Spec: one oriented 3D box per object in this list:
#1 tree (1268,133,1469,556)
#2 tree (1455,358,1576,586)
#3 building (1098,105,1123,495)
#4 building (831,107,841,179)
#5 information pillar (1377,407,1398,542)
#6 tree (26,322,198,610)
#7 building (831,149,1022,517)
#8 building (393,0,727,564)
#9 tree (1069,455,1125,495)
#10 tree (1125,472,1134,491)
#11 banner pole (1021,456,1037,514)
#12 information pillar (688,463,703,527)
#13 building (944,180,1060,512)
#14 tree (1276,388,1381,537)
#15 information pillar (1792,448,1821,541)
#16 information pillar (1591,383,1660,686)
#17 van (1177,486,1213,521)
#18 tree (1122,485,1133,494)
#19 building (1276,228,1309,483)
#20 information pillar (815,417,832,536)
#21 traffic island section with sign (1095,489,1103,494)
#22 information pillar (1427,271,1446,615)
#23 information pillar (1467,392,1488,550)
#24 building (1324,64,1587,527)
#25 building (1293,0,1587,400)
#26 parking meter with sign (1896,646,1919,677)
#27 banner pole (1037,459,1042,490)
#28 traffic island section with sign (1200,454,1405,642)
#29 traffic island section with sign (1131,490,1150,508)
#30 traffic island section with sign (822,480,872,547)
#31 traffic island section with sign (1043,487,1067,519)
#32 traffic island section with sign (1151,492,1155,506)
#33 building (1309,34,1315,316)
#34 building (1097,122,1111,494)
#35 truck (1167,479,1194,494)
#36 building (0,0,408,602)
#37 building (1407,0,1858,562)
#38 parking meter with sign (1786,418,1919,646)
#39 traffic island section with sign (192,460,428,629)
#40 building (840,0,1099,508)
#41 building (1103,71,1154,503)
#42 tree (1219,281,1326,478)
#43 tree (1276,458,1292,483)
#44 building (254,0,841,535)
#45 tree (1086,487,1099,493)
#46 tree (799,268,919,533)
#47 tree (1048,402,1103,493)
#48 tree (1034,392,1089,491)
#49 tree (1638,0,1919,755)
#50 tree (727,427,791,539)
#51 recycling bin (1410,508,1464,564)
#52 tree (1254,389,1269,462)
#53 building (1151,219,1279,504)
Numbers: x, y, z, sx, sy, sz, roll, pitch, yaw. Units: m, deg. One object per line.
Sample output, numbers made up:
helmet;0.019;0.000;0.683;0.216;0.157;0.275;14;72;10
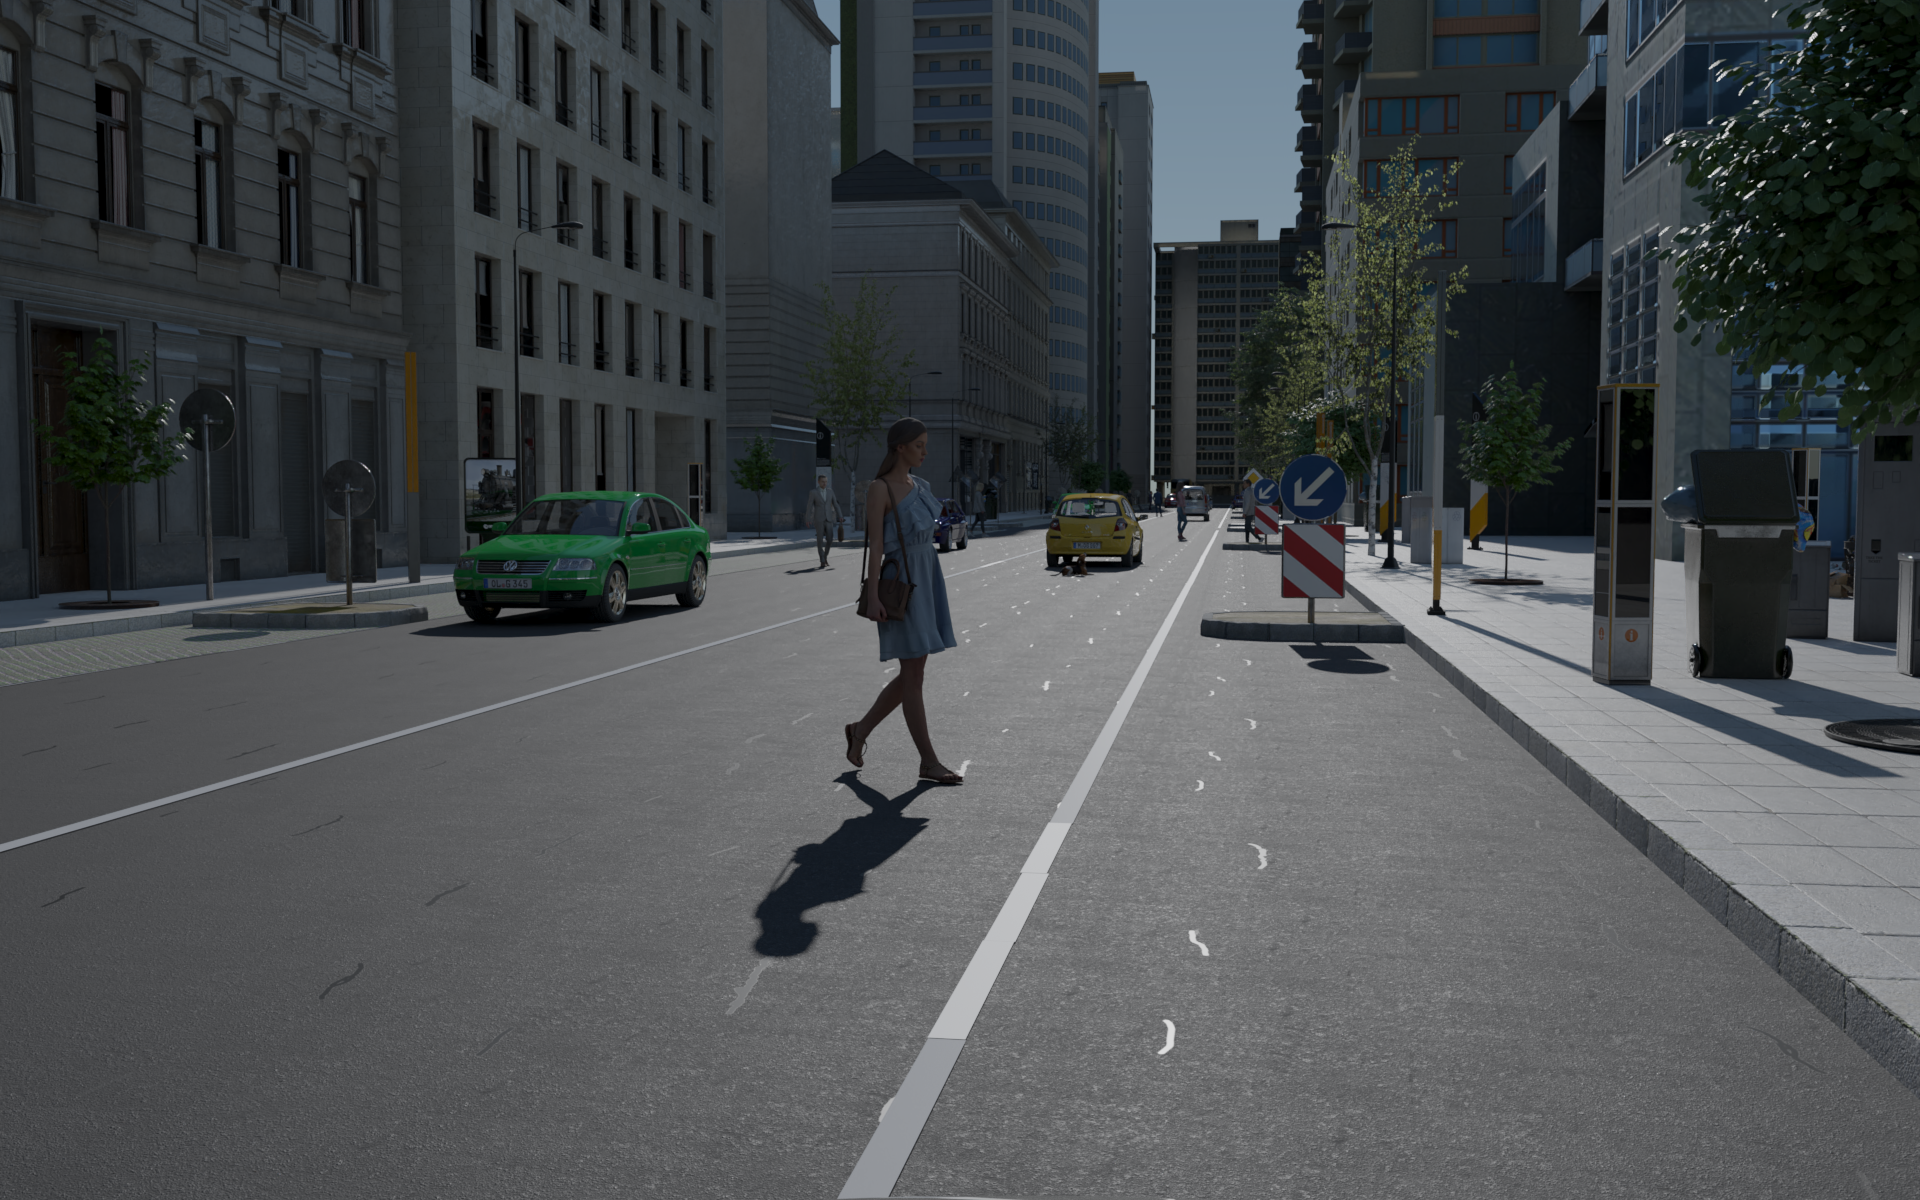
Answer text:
tree;8.617;-5.248;36.167;4.360;8.622;3.978;0;3;0
tree;7.950;-1.842;24.717;1.663;3.219;1.824;0;3;0
building;8.900;-36.139;214.579;21.600;48.544;21.300;1;4;9
building;-16.911;-36.598;217.982;30.456;49.044;23.786;1;4;9
information pillar;11.391;-3.347;46.073;0.183;3.616;0.504;-3;4;-37
tree;-9.705;-1.520;19.447;1.663;3.219;1.824;0;3;0
building;-4.221;-15.163;98.821;10.553;20.767;40.483;1;4;9
building;-12.943;-11.342;40.201;10.420;20.320;16.860;1;4;9
tree;10.692;-9.885;145.332;4.285;4.588;4.351;0;3;0
tree;18.148;-13.136;198.480;4.285;4.588;4.351;0;3;0
banner pole;4.410;-7.580;113.943;0.863;3.779;0.401;-2;4;-33
information pillar;-6.232;-2.223;40.840;0.304;2.012;0.304;0;4;4
building;-1.805;-18.394;134.021;16.112;22.955;30.059;1;4;9
tree;11.271;-4.196;52.322;4.285;4.588;4.351;0;3;0
information pillar;13.553;-1.425;27.790;0.304;2.012;0.304;-2;4;-26
information pillar;4.485;-0.440;11.685;0.304;2.012;0.304;0;4;-2
van;12.663;-5.310;93.826;2.013;2.044;4.112;1;4;10
tree;19.730;-12.848;204.670;1.663;3.219;1.824;0;3;0
building;41.563;-25.477;188.243;14.160;30.474;14.107;1;4;9
information pillar;-4.170;-3.764;52.894;0.504;3.616;0.183;1;4;19
traffic island section with sign;10.302;-7.296;127.925;1.989;1.847;2.006;1;4;9
information pillar;5.102;-1.658;18.463;0.183;3.616;0.504;1;4;13
information pillar;11.914;-2.960;39.750;0.183;3.616;0.504;-2;4;-26
building;32.818;-14.532;82.636;28.899;21.520;27.650;1;4;9
building;34.953;-28.582;121.938;22.147;44.769;28.867;1;4;9
parking meter with sign;7.532;-0.962;11.996;1.738;3.016;0.543;1;4;13
banner pole;5.454;-8.068;121.932;0.863;3.779;0.401;0;4;6
traffic island section with sign;3.503;-0.567;17.897;1.989;1.847;2.006;1;4;9
traffic island section with sign;18.120;-10.281;176.723;1.989;1.847;2.006;1;4;9
traffic island section with sign;-2.621;-2.358;47.173;1.989;1.847;2.006;1;4;9
traffic island section with sign;5.918;-5.620;100.515;1.989;1.847;2.006;1;4;9
traffic island section with sign;22.375;-11.909;203.342;1.989;1.847;2.006;1;4;9
building;42.626;-44.646;168.208;20.563;71.187;20.611;1;4;9
building;8.613;-30.741;186.213;14.154;41.232;14.086;1;4;9
truck;28.188;-13.755;220.825;3.469;3.379;9.791;1;4;9
building;-15.805;-10.587;22.243;9.793;20.994;18.267;1;4;9
building;25.022;-44.738;44.131;22.319;86.520;31.000;1;4;9
parking meter with sign;8.164;-1.149;15.050;1.738;3.016;0.543;2;4;26
traffic island section with sign;-7.080;-0.652;19.293;1.989;1.847;2.006;1;4;9
building;1.574;-38.130;165.424;21.231;58.520;28.212;1;4;9
building;13.084;-43.093;246.573;28.212;58.520;21.231;1;4;9
tree;20.605;-12.113;104.699;9.857;13.997;8.962;0;3;0
tree;17.756;-5.992;92.574;1.663;3.219;1.824;0;3;0
building;-14.337;-13.095;63.260;18.267;20.994;9.793;1;4;9
tree;12.158;-10.012;158.294;1.663;3.219;1.824;0;3;0
tree;-3.495;-6.547;57.413;4.737;8.622;4.395;0;3;0
tree;9.206;-11.465;137.814;4.737;8.622;4.395;0;3;0
tree;7.377;-10.636;124.268;4.360;8.622;3.978;0;3;0
tree;5.265;-1.530;8.733;4.285;4.588;4.351;0;3;0
tree;-5.815;-3.375;49.785;1.663;3.219;1.824;0;3;0
recycling bin;8.814;-1.190;32.012;0.722;1.027;0.722;-1;4;-15
tree;15.945;-8.061;82.158;4.360;8.622;3.978;0;3;0
building;39.779;-34.022;248.141;23.993;40.220;32.217;1;4;9
